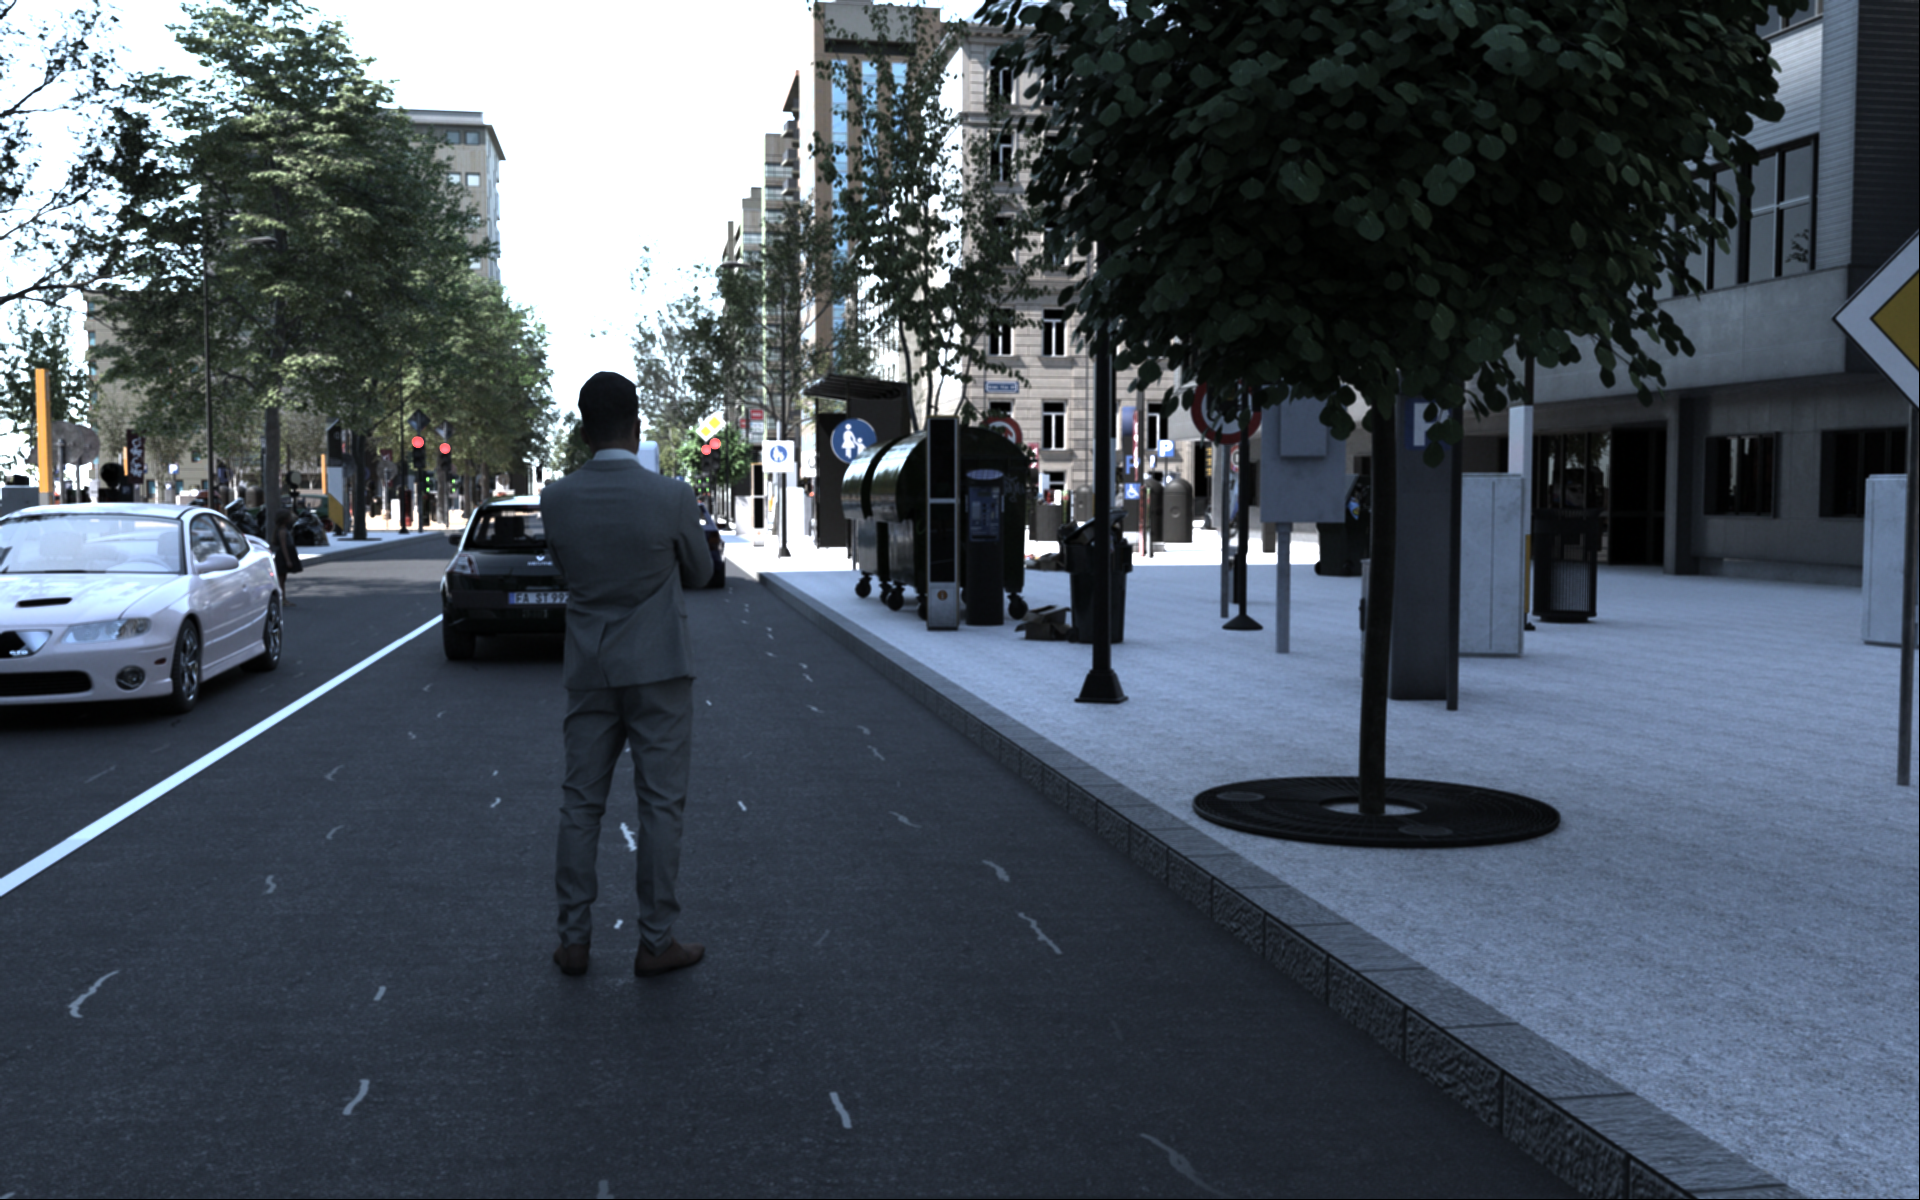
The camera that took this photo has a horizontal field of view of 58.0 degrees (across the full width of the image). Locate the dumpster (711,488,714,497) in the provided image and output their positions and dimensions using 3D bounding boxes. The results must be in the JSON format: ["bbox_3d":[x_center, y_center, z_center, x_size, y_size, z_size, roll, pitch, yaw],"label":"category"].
[{"bbox_3d":[-20.027,-8.322,138.557,1.502,2.255,1.985,-1,4,-10],"label":"dumpster"}]

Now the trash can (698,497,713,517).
[{"bbox_3d":[-12.333,-4.424,83.979,0.748,1.137,0.748,0,3,0],"label":"trash can"}]

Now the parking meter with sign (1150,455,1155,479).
[{"bbox_3d":[9.498,-5.006,78.110,1.738,3.016,0.543,-1,4,-14],"label":"parking meter with sign"}]

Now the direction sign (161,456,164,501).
[{"bbox_3d":[-47.701,-6.828,103.629,0.379,3.537,0.876,-2,4,-26],"label":"direction sign"}]

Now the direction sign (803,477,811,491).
[{"bbox_3d":[-11.543,-8.543,131.669,0.876,3.537,0.379,-3,4,-37],"label":"direction sign"}]

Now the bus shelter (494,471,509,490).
[{"bbox_3d":[-33.803,-8.281,129.317,2.014,3.302,5.546,-1,4,-10],"label":"bus shelter"}]

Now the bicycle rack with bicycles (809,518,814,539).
[{"bbox_3d":[-3.230,-2.195,49.271,2.852,0.926,2.925,2,4,34],"label":"bicycle rack with bicycles"}]

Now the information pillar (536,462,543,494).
[{"bbox_3d":[-30.436,-8.204,125.495,0.504,3.616,0.183,-1,4,-18],"label":"information pillar"}]

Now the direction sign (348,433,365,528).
[{"bbox_3d":[-22.644,-4.444,64.651,0.876,3.537,0.379,0,4,0],"label":"direction sign"}]

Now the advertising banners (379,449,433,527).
[{"bbox_3d":[-21.629,-4.368,67.608,2.074,3.025,0.090,-3,5,-40],"label":"advertising banners"}]

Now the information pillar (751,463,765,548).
[{"bbox_3d":[-4.858,-2.273,41.658,0.304,2.012,0.304,-1,4,-14],"label":"information pillar"}]

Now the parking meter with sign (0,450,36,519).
[{"bbox_3d":[-37.617,-4.445,68.940,1.738,3.016,0.543,0,4,2],"label":"parking meter with sign"}]

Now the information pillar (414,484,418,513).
[{"bbox_3d":[-37.760,-7.098,120.542,0.304,2.012,0.304,-3,4,-38],"label":"information pillar"}]

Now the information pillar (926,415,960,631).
[{"bbox_3d":[-0.157,-0.723,16.311,0.304,2.012,0.304,0,4,3],"label":"information pillar"}]

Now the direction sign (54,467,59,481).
[{"bbox_3d":[-55.746,-7.001,106.459,0.876,3.537,0.379,1,4,11],"label":"direction sign"}]

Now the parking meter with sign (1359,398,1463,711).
[{"bbox_3d":[2.918,-0.903,11.020,0.543,3.016,1.738,0,4,0],"label":"parking meter with sign"}]

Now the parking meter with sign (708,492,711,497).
[{"bbox_3d":[-17.142,-7.381,116.939,1.738,3.016,0.543,3,5,42],"label":"parking meter with sign"}]

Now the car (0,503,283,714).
[{"bbox_3d":[-6.231,-0.016,12.619,2.083,1.381,4.827,-1,4,-11],"label":"car"}]

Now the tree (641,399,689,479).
[{"bbox_3d":[-34.698,-17.641,206.563,7.486,12.596,7.792,0,3,0],"label":"tree"}]

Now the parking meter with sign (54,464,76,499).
[{"bbox_3d":[-45.628,-5.636,88.406,0.543,3.016,1.738,-3,5,-43],"label":"parking meter with sign"}]

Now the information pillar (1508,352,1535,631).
[{"bbox_3d":[5.315,-1.532,16.408,0.183,3.616,0.504,0,4,1],"label":"information pillar"}]

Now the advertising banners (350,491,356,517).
[{"bbox_3d":[-34.805,-6.285,98.953,0.090,3.025,2.074,-2,4,-31],"label":"advertising banners"}]

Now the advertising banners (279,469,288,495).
[{"bbox_3d":[-47.024,-7.597,120.397,0.090,3.025,2.074,0,4,-7],"label":"advertising banners"}]

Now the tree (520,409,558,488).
[{"bbox_3d":[-36.421,-12.142,148.881,4.360,8.622,3.978,0,3,0],"label":"tree"}]

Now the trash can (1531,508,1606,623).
[{"bbox_3d":[6.079,-0.351,17.395,0.748,1.137,0.748,0,3,0],"label":"trash can"}]

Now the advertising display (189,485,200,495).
[{"bbox_3d":[-53.778,-7.126,121.722,0.974,1.923,0.123,2,4,29],"label":"advertising display"}]

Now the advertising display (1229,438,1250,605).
[{"bbox_3d":[3.245,-0.927,20.374,0.123,1.923,0.974,0,4,-2],"label":"advertising display"}]

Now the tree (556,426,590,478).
[{"bbox_3d":[-50.810,-18.199,231.964,7.601,10.594,8.767,-1,4,-11],"label":"tree"}]

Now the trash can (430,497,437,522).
[{"bbox_3d":[-23.953,-4.142,79.378,0.748,1.137,0.748,0,3,0],"label":"trash can"}]

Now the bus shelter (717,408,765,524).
[{"bbox_3d":[-9.793,-6.190,78.831,2.179,5.291,8.768,-1,4,-10],"label":"bus shelter"}]

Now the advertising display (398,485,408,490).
[{"bbox_3d":[-40.759,-7.436,126.789,0.974,1.923,0.123,2,4,31],"label":"advertising display"}]

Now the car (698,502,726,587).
[{"bbox_3d":[-4.701,-0.929,27.768,1.945,1.354,3.894,-1,4,-11],"label":"car"}]

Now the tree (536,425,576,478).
[{"bbox_3d":[-41.624,-13.925,178.032,4.737,8.622,4.395,0,3,0],"label":"tree"}]

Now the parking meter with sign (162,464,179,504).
[{"bbox_3d":[-46.005,-6.395,100.820,0.543,3.016,1.738,0,4,-8],"label":"parking meter with sign"}]

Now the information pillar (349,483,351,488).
[{"bbox_3d":[-38.857,-6.453,109.992,0.304,2.012,0.304,1,4,19],"label":"information pillar"}]

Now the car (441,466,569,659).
[{"bbox_3d":[-3.894,-0.413,16.532,2.009,1.686,4.222,-1,4,-10],"label":"car"}]

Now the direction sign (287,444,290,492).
[{"bbox_3d":[-30.353,-5.282,78.357,0.379,3.537,0.876,-1,4,-15],"label":"direction sign"}]

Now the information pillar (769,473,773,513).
[{"bbox_3d":[-12.630,-7.610,115.770,0.183,3.616,0.504,1,4,17],"label":"information pillar"}]

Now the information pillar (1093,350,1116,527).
[{"bbox_3d":[2.155,-2.103,25.743,0.183,3.616,0.504,-2,4,-30],"label":"information pillar"}]

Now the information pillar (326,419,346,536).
[{"bbox_3d":[-19.075,-3.764,52.892,0.183,3.616,0.504,2,4,35],"label":"information pillar"}]

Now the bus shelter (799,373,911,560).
[{"bbox_3d":[-2.274,-2.795,36.974,1.731,3.624,6.357,-1,4,-10],"label":"bus shelter"}]

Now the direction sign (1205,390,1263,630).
[{"bbox_3d":[2.688,-1.491,16.370,0.876,3.537,0.379,-2,4,-29],"label":"direction sign"}]

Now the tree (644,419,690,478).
[{"bbox_3d":[-25.232,-12.316,151.729,4.737,8.622,4.395,0,3,0],"label":"tree"}]

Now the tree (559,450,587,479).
[{"bbox_3d":[-59.615,-21.992,276.570,9.611,12.733,9.660,0,3,0],"label":"tree"}]

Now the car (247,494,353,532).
[{"bbox_3d":[-23.616,-3.132,60.997,4.222,1.686,2.009,-1,4,-10],"label":"car"}]

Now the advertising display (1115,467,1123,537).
[{"bbox_3d":[3.935,-2.214,41.410,0.974,1.923,0.123,-2,4,-35],"label":"advertising display"}]

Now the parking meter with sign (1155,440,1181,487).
[{"bbox_3d":[6.920,-3.679,56.416,0.543,3.016,1.738,1,4,21],"label":"parking meter with sign"}]

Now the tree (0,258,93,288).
[{"bbox_3d":[-28.071,-6.258,52.686,4.737,8.622,4.395,0,3,0],"label":"tree"}]

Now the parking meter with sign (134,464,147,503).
[{"bbox_3d":[-47.936,-6.372,100.435,1.738,3.016,0.543,2,4,26],"label":"parking meter with sign"}]

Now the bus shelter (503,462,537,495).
[{"bbox_3d":[-29.517,-8.415,115.221,2.179,5.291,8.768,-1,4,-10],"label":"bus shelter"}]
